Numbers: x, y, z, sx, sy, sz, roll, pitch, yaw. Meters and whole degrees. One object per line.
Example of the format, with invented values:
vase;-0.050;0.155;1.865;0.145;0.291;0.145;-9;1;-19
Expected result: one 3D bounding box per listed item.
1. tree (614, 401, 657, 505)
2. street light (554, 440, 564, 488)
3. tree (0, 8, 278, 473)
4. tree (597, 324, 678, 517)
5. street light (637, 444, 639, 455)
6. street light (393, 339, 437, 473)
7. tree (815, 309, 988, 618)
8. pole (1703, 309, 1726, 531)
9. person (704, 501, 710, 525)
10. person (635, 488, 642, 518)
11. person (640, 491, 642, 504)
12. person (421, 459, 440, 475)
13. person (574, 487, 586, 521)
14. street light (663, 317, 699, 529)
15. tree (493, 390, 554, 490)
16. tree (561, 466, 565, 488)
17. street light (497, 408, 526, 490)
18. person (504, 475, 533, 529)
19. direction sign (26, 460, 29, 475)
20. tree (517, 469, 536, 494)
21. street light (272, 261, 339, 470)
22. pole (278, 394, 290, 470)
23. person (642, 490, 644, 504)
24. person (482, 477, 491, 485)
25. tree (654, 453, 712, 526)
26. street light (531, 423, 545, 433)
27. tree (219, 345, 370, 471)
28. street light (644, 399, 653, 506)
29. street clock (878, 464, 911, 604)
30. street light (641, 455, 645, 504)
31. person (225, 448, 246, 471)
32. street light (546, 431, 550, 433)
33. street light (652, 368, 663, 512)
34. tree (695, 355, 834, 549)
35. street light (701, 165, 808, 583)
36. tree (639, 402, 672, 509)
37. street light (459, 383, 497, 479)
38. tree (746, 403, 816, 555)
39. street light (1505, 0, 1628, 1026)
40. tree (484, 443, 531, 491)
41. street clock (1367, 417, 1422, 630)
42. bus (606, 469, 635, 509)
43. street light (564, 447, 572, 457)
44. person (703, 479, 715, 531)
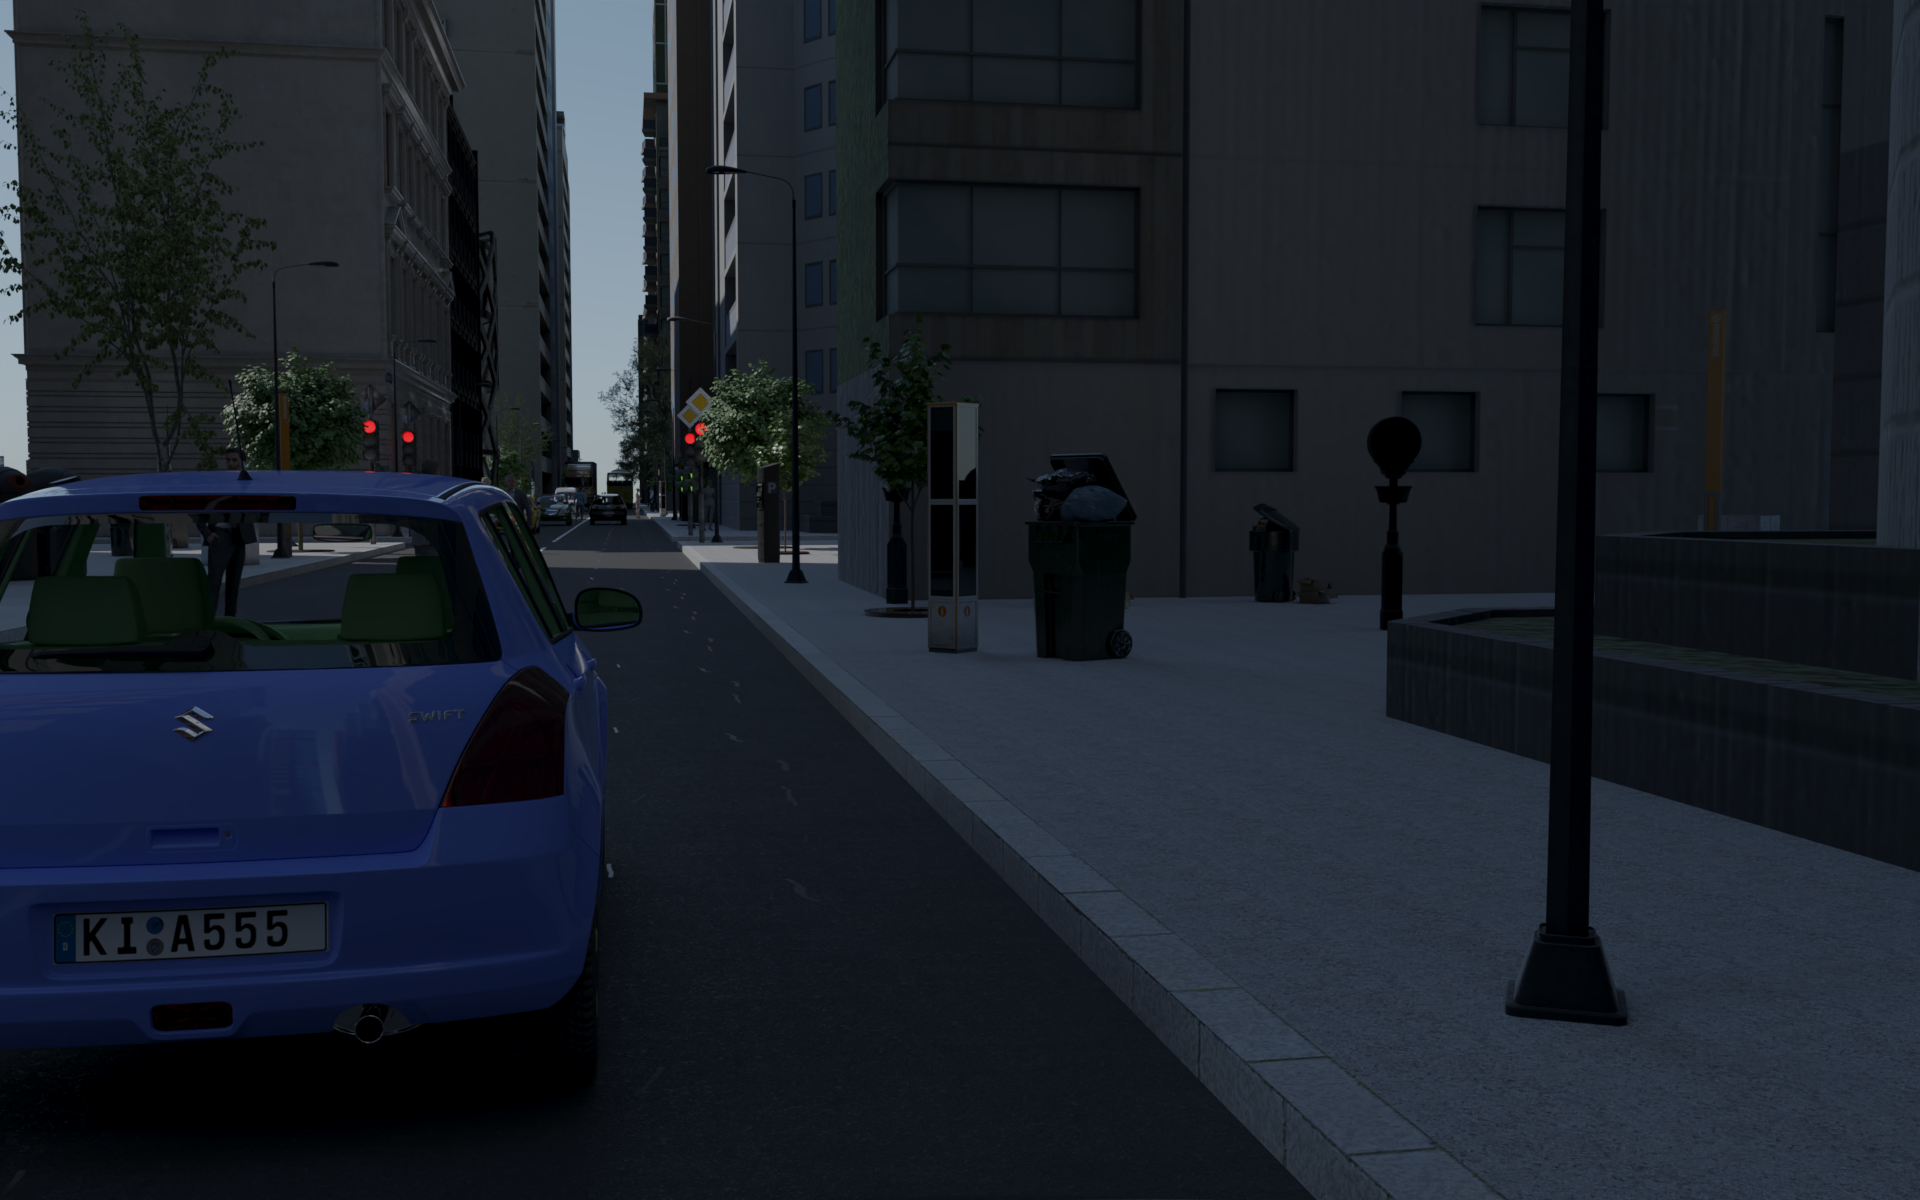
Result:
tree;-37.355;-17.874;209.253;9.611;12.733;9.660;0;3;0
street light;-35.025;-10.780;148.789;1.470;5.913;1.316;-1;4;-11
tree;-12.434;-4.660;26.546;4.737;8.622;4.395;0;3;0
tree;-15.545;-9.787;94.428;8.767;10.594;7.601;-1;4;-8
street light;-25.121;-10.232;139.827;1.470;5.913;1.316;-1;4;-11
street light;-16.316;-4.849;51.817;1.470;5.913;1.316;-1;4;-11
tree;-0.442;-1.443;18.194;1.663;3.219;1.824;0;3;0
pole;8.398;-1.556;19.288;0.158;3.312;0.155;0;3;0
person;-10.628;-3.795;72.776;0.352;1.250;0.332;-1;4;-20
person;-18.932;-5.698;102.004;0.374;1.781;0.599;-1;4;-10
person;-42.598;-13.766;231.833;0.721;1.743;1.217;-1;4;-13
person;-5.720;-0.617;18.683;0.635;1.810;0.391;3;5;39
person;-20.073;-5.066;91.341;0.660;1.820;0.620;0;4;-1
street light;-6.971;-4.468;45.596;1.470;5.913;1.316;-1;4;-11
tree;-31.012;-10.483;121.762;4.737;8.622;4.395;0;3;0
tree;-46.387;-13.316;201.434;4.285;4.588;4.351;0;3;0
street light;-24.308;-7.374;93.111;1.470;5.913;1.316;-1;4;-11
person;-7.964;-1.340;30.801;0.661;1.777;0.834;0;4;-2
direction sign;-61.356;-7.504;114.693;0.876;3.537;0.379;0;4;-1
tree;-29.323;-7.475;116.818;1.663;3.219;1.824;0;3;0
street light;-13.041;-3.790;34.508;1.470;5.913;1.316;-1;4;-11
pole;-13.739;-2.533;35.250;0.158;3.312;0.155;0;3;0
person;-42.980;-13.995;234.803;0.705;1.831;1.348;-1;4;-14
person;-11.479;-2.053;41.942;0.514;1.842;0.818;-2;4;-29
tree;-11.063;-4.609;69.953;1.663;3.219;1.824;0;3;0
street light;-28.248;-8.638;113.768;1.470;5.913;1.316;-1;4;-11
tree;-14.709;-3.352;38.515;4.285;4.588;4.351;0;3;0
street light;-14.531;-6.854;84.602;1.470;5.913;1.316;-1;4;-11
street clock;-0.737;-0.957;20.213;0.471;2.002;0.358;-3;4;-36
street light;-18.478;-8.118;105.273;1.470;5.913;1.316;-1;4;-11
person;-7.381;-0.592;17.544;0.474;1.900;0.648;3;5;41
street light;-30.936;-9.494;127.773;1.470;5.913;1.316;-1;4;-11
street light;-10.482;-5.592;63.965;1.470;5.913;1.316;-1;4;-11
tree;-4.660;-3.500;40.943;4.285;4.588;4.351;0;3;0
street light;-2.899;-3.192;24.734;1.470;5.913;1.316;-1;4;-11
tree;-22.582;-11.039;130.857;4.737;8.622;4.395;0;3;0
street light;-20.320;-6.111;72.463;1.470;5.913;1.316;-1;4;-11
tree;-3.829;-2.595;37.029;1.663;3.219;1.824;0;3;0
street light;0.985;-1.928;4.066;1.470;5.913;1.316;-1;4;-11
tree;-29.246;-7.787;111.033;4.285;4.588;4.351;0;3;0
street clock;4.078;-0.719;16.318;0.471;2.002;0.358;0;4;4
bus;-33.955;-11.108;173.167;2.896;3.916;12.252;-1;4;-11
street light;-39.082;-12.055;169.635;1.470;5.913;1.316;-1;4;-11
person;-8.766;-3.324;60.660;0.520;1.790;0.573;0;4;-3
